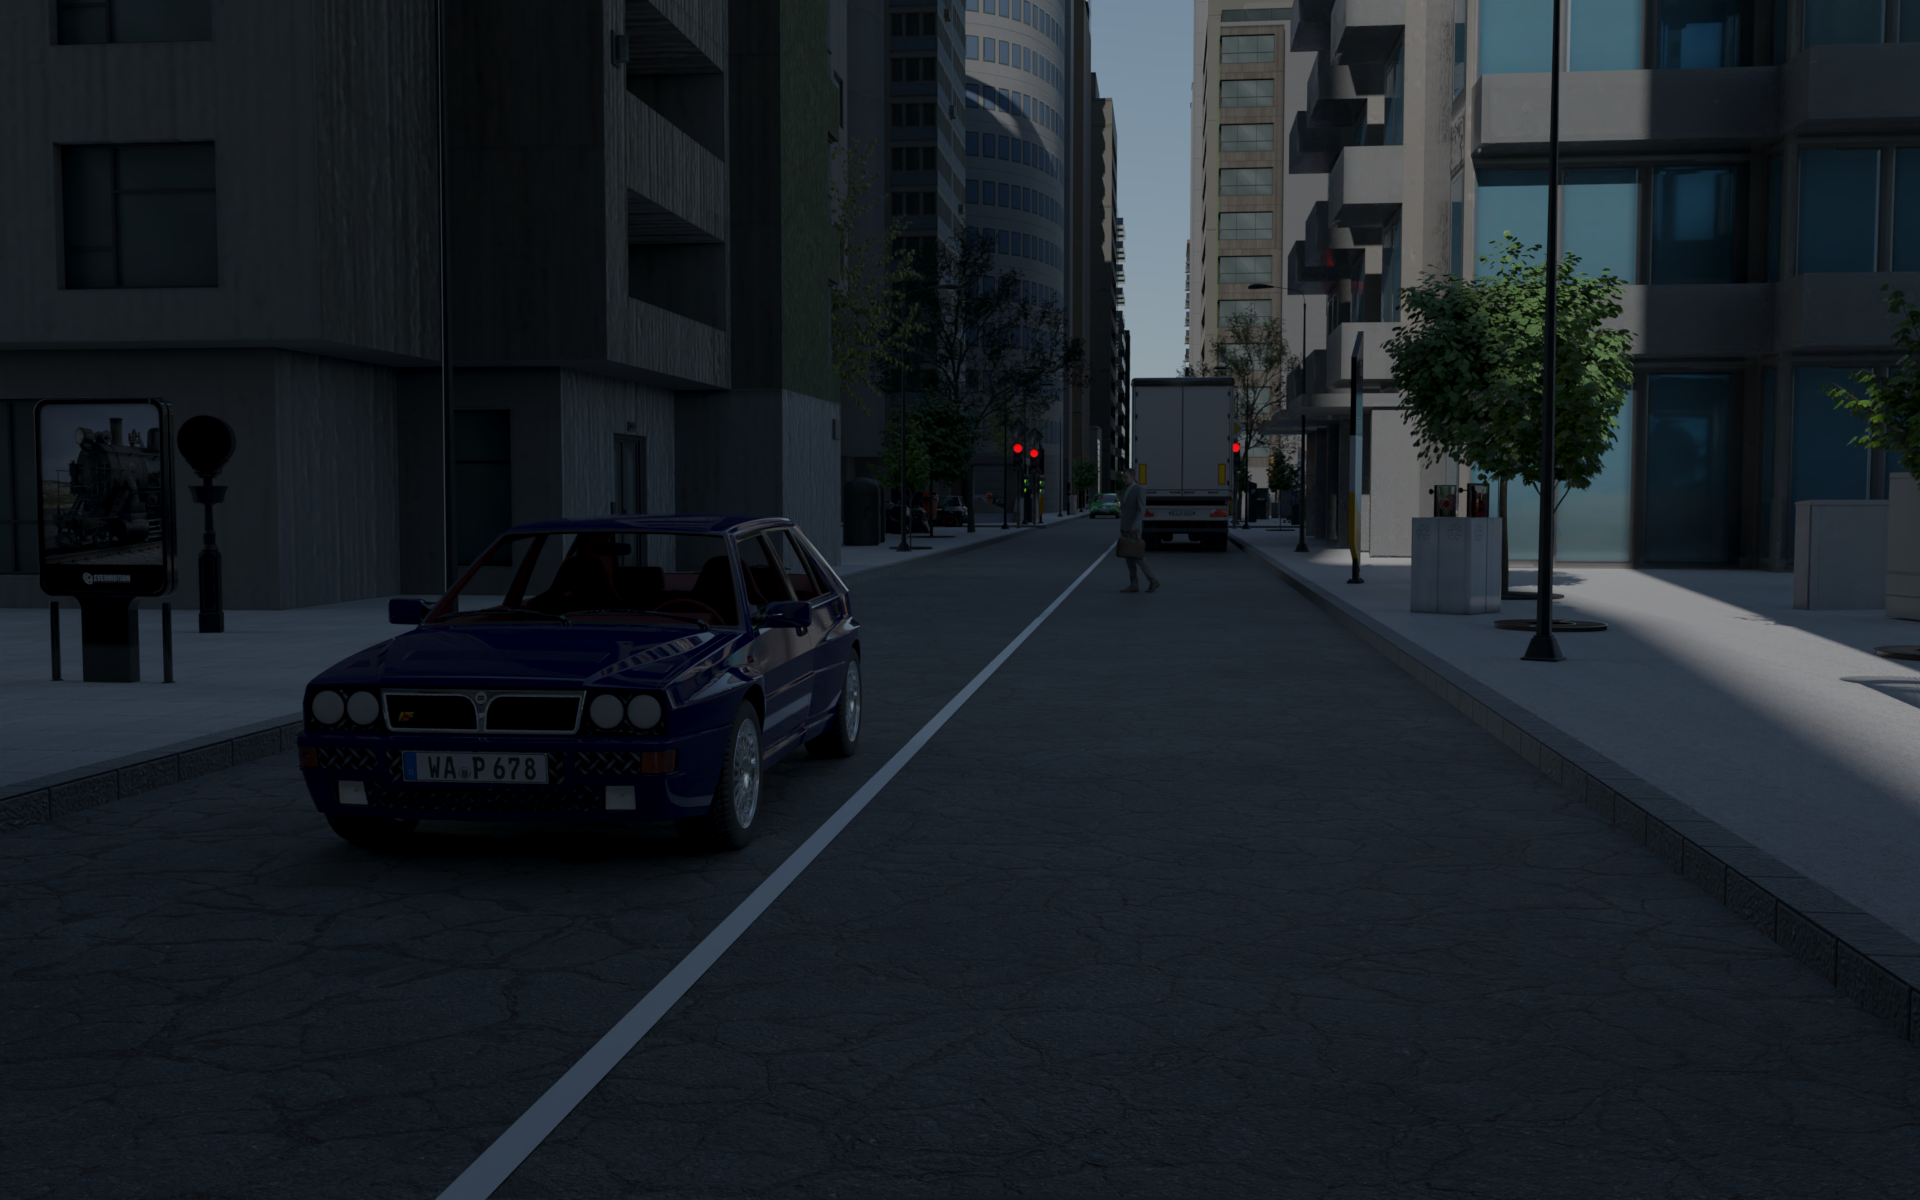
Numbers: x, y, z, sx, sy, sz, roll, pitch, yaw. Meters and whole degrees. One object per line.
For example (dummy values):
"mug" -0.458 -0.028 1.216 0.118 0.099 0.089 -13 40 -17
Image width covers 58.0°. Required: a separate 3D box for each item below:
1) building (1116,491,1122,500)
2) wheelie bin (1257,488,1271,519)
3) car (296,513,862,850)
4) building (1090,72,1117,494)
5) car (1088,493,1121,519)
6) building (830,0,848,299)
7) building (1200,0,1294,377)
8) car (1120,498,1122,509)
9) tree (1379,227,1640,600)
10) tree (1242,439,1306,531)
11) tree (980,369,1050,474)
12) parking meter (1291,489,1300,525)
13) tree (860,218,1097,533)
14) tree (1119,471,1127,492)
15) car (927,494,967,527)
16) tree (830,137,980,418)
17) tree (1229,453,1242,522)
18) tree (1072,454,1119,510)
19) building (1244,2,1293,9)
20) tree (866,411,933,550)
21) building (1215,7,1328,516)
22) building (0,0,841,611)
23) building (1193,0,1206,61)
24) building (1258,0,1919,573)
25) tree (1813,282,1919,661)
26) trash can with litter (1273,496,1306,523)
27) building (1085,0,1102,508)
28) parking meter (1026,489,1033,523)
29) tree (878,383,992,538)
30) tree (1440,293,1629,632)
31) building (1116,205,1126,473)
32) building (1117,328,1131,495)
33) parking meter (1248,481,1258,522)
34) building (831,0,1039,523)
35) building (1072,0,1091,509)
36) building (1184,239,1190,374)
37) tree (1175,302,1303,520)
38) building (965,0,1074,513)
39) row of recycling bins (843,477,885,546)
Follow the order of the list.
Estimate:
"building" 6.711 -33.827 244.951 32.217 40.220 23.993 0 4 7
"wheelie bin" 15.277 -4.869 87.520 0.980 1.594 0.693 2 4 33
"car" -1.568 0.264 8.272 1.945 1.354 3.894 0 4 6
"building" 7.463 -35.510 204.283 21.300 48.544 21.600 0 4 7
"car" 8.579 -5.713 102.209 1.959 1.807 4.718 0 4 6
"building" -18.659 -28.335 52.522 27.495 52.752 28.713 0 4 7
"building" 32.877 -32.646 157.460 21.300 48.544 21.600 0 4 7
"car" 16.041 -9.228 162.873 2.014 1.417 4.499 1 4 9
"tree" 6.864 -2.317 21.591 4.285 4.588 4.351 0 3 0
"tree" 11.125 -4.016 60.270 1.663 3.219 1.824 0 3 0
"tree" 2.816 -9.115 99.389 4.737 8.622 4.395 0 3 0
"parking meter" 13.904 -3.872 71.712 0.372 1.533 0.369 0 3 0
"tree" 0.462 -7.546 57.788 8.767 10.594 7.601 1 4 10
"tree" 19.671 -14.411 219.341 4.285 4.588 4.351 0 3 0
"car" -1.649 -3.583 68.368 4.222 1.686 2.009 0 4 7
"tree" -2.832 -5.152 34.591 4.737 8.622 4.395 0 3 0
"tree" 13.027 -5.222 79.983 1.663 3.219 1.824 0 3 0
"tree" 9.927 -9.668 141.778 4.285 4.588 4.351 0 3 0
"building" 33.600 -26.936 132.290 32.217 40.220 23.993 0 4 7
"tree" -1.108 -2.803 40.437 1.663 3.219 1.824 0 3 0
"building" 22.790 -20.488 106.676 14.160 30.474 14.107 0 4 7
"building" -9.930 -15.457 24.418 14.160 30.474 14.107 0 4 7
"building" 34.967 -39.145 182.023 21.231 58.520 28.212 0 4 7
"building" 19.619 -25.724 40.195 23.786 49.044 30.456 0 4 7
"tree" 7.786 -1.148 13.376 1.663 3.219 1.824 0 3 0
"trash can with litter" 14.981 -3.996 76.390 2.233 1.210 1.678 2 4 28
"building" 3.656 -52.873 177.139 22.319 86.520 31.000 0 4 7
"parking meter" 3.070 -4.236 77.664 0.372 1.533 0.369 0 3 0
"tree" -0.762 -4.132 51.267 4.285 4.588 4.351 0 3 0
"tree" 5.709 -1.345 16.589 1.663 3.219 1.824 0 3 0
"building" 14.557 -39.878 271.619 23.786 49.044 30.456 0 4 7
"building" 21.705 -31.957 294.198 14.160 30.474 14.107 0 4 7
"parking meter" 13.228 -4.436 78.237 0.399 1.863 0.255 0 4 -4
"building" -12.613 -24.055 85.175 32.217 40.220 23.993 0 4 7
"building" 4.475 -30.916 155.584 14.600 45.320 14.200 0 4 7
"building" 48.506 -38.764 288.409 22.147 44.769 28.867 0 4 7
"tree" 13.758 -9.226 85.261 8.767 10.594 7.601 0 4 7
"building" -3.289 -35.448 121.577 21.231 58.520 28.212 0 4 7
"row of recycling bins" -2.476 -2.282 44.423 1.069 1.692 3.534 0 4 1
